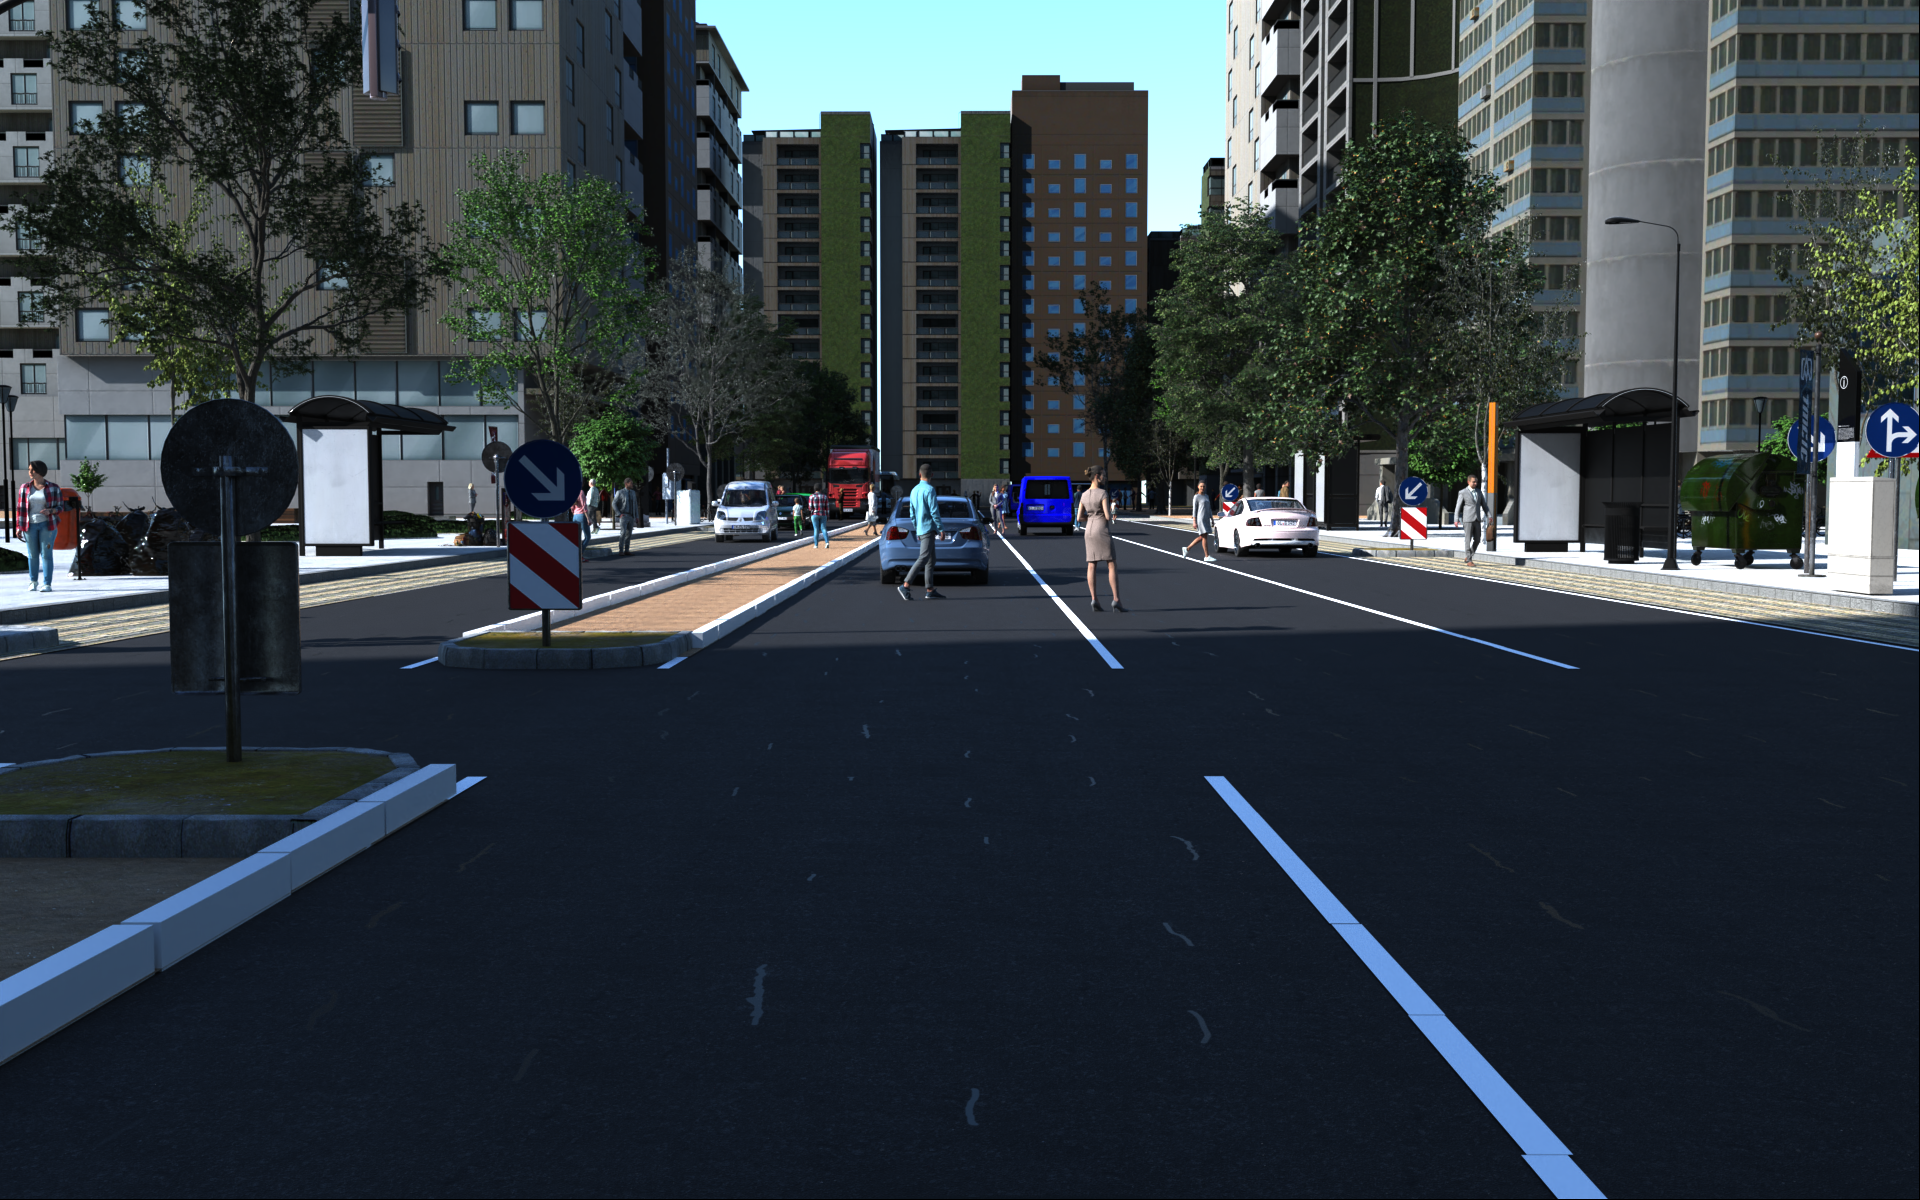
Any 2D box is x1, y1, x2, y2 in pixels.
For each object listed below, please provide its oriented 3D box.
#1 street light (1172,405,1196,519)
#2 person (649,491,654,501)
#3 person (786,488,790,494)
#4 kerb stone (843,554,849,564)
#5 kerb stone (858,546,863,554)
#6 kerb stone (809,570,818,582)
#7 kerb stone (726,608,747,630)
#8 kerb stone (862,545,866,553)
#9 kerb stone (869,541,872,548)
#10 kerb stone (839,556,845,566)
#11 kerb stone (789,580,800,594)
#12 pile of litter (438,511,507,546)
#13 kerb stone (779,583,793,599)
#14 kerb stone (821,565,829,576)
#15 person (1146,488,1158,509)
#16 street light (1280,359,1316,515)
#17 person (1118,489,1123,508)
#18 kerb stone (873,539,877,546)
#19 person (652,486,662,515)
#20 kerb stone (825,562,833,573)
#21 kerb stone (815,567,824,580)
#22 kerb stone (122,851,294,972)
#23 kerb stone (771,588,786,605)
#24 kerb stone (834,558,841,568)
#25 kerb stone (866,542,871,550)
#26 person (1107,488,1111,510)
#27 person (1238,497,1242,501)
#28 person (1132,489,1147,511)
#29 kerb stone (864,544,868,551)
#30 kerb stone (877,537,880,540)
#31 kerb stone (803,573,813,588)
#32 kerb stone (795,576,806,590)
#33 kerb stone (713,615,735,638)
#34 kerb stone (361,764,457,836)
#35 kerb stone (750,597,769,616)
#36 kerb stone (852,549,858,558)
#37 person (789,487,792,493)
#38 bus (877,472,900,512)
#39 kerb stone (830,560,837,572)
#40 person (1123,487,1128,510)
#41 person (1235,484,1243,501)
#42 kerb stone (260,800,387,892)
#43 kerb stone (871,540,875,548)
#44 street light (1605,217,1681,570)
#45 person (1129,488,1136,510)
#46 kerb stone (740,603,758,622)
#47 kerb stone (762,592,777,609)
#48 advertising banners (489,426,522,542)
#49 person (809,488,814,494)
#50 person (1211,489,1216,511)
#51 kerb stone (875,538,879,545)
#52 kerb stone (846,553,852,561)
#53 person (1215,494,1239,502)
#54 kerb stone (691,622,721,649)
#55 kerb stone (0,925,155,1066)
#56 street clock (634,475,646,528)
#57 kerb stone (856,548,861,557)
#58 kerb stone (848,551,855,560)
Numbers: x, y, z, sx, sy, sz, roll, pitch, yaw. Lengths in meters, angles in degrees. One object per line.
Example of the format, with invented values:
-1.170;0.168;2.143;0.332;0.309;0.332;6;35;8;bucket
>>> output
11.720;-7.200;90.264;1.470;5.913;1.316;0;3;0;street light
-17.758;-5.622;97.591;1.348;1.869;0.705;2;4;29;person
-11.816;-6.932;120.106;0.721;1.736;1.217;1;4;11;person
-2.392;-0.779;34.933;0.120;0.150;1.000;0;3;0;kerb stone
-2.384;-1.093;40.077;0.120;0.150;1.000;0;3;0;kerb stone
-2.419;-0.340;27.765;0.120;0.150;1.000;0;3;0;kerb stone
-2.431;0.225;18.551;0.120;0.150;1.000;0;3;0;kerb stone
-2.388;-1.148;41.109;0.120;0.150;1.000;0;3;0;kerb stone
-2.387;-1.343;44.186;0.120;0.150;1.000;0;3;0;kerb stone
-2.402;-0.716;33.908;0.120;0.150;1.000;0;3;0;kerb stone
-2.420;-0.150;24.695;0.120;0.150;1.000;0;3;0;kerb stone
-12.050;-1.776;43.002;1.719;0.858;1.176;0;4;2;pile of litter
-2.422;-0.090;23.673;0.120;0.150;1.000;0;3;0;kerb stone
-2.404;-0.463;29.810;0.120;0.150;1.000;0;3;0;kerb stone
16.324;-8.650;147.462;1.348;1.826;0.705;-1;4;-22;person
11.688;-5.327;59.641;1.470;5.913;1.316;0;3;0;street light
14.400;-9.254;157.883;0.750;1.759;0.617;-1;4;-23;person
-2.374;-1.470;46.233;0.120;0.150;1.000;0;3;0;kerb stone
-18.055;-5.942;103.923;0.721;1.743;1.217;3;4;38;person
-2.404;-0.529;30.841;0.120;0.150;1.000;0;3;0;kerb stone
-2.407;-0.403;28.788;0.120;0.150;1.000;0;3;0;kerb stone
-2.453;1.010;5.690;0.120;0.150;1.000;0;3;0;kerb stone
-2.422;-0.028;22.650;0.120;0.150;1.000;0;3;0;kerb stone
-2.409;-0.654;32.886;0.120;0.150;1.000;0;3;0;kerb stone
-2.377;-1.282;43.164;0.120;0.150;1.000;0;3;0;kerb stone
12.168;-8.250;141.065;0.705;1.807;1.348;0;4;-1;person
15.799;-5.420;94.669;0.705;1.822;1.348;-3;5;-42;person
13.884;-7.784;134.033;1.217;1.743;0.721;1;4;14;person
-2.388;-1.215;42.142;0.120;0.150;1.000;0;3;0;kerb stone
-2.374;-1.595;48.278;0.120;0.150;1.000;0;3;0;kerb stone
-2.411;-0.277;26.740;0.120;0.150;1.000;0;3;0;kerb stone
-2.423;-0.215;25.717;0.120;0.150;1.000;0;3;0;kerb stone
-2.431;0.286;17.528;0.120;0.150;1.000;0;3;0;kerb stone
-2.456;0.885;7.734;0.120;0.150;1.000;0;3;0;kerb stone
-2.421;0.098;20.596;0.120;0.150;1.000;0;3;0;kerb stone
-2.391;-0.968;38.024;0.120;0.150;1.000;0;3;0;kerb stone
-12.161;-7.235;124.782;0.568;1.767;0.683;2;4;26;person
-6.324;-8.781;138.424;2.948;3.499;13.247;0;4;0;bus
-2.398;-0.591;31.863;0.120;0.150;1.000;0;3;0;kerb stone
13.280;-8.128;138.920;0.705;1.826;1.348;0;4;-4;person
16.257;-5.803;100.559;0.705;1.869;1.348;0;4;-6;person
-2.458;0.947;6.713;0.120;0.150;1.000;0;3;0;kerb stone
-2.378;-1.408;45.209;0.120;0.150;1.000;0;3;0;kerb stone
11.492;-3.463;29.161;1.470;5.913;1.316;0;3;0;street light
13.950;-8.192;140.424;0.568;1.767;0.683;0;4;-7;person
-2.433;0.164;19.574;0.120;0.150;1.000;0;3;0;kerb stone
-2.428;0.037;21.619;0.120;0.150;1.000;0;3;0;kerb stone
-11.938;-3.020;45.573;0.090;3.025;2.074;1;4;10;advertising banners
-11.316;-7.686;132.424;1.217;1.735;0.721;-2;4;-33;person
19.454;-7.708;132.985;0.530;1.710;0.541;2;4;30;person
-2.371;-1.533;47.256;0.120;0.150;1.000;0;3;0;kerb stone
-2.393;-0.842;35.956;0.120;0.150;1.000;0;3;0;kerb stone
15.014;-5.596;97.492;1.348;1.831;0.705;1;4;12;person
-2.436;0.348;16.501;0.120;0.150;1.000;0;3;0;kerb stone
-2.463;1.072;4.663;0.120;0.150;1.000;0;3;0;kerb stone
-12.090;-3.723;65.448;0.471;2.002;0.358;2;4;32;street clock
-2.389;-1.031;39.047;0.120;0.150;1.000;0;3;0;kerb stone
-2.395;-0.905;36.992;0.120;0.150;1.000;0;3;0;kerb stone
